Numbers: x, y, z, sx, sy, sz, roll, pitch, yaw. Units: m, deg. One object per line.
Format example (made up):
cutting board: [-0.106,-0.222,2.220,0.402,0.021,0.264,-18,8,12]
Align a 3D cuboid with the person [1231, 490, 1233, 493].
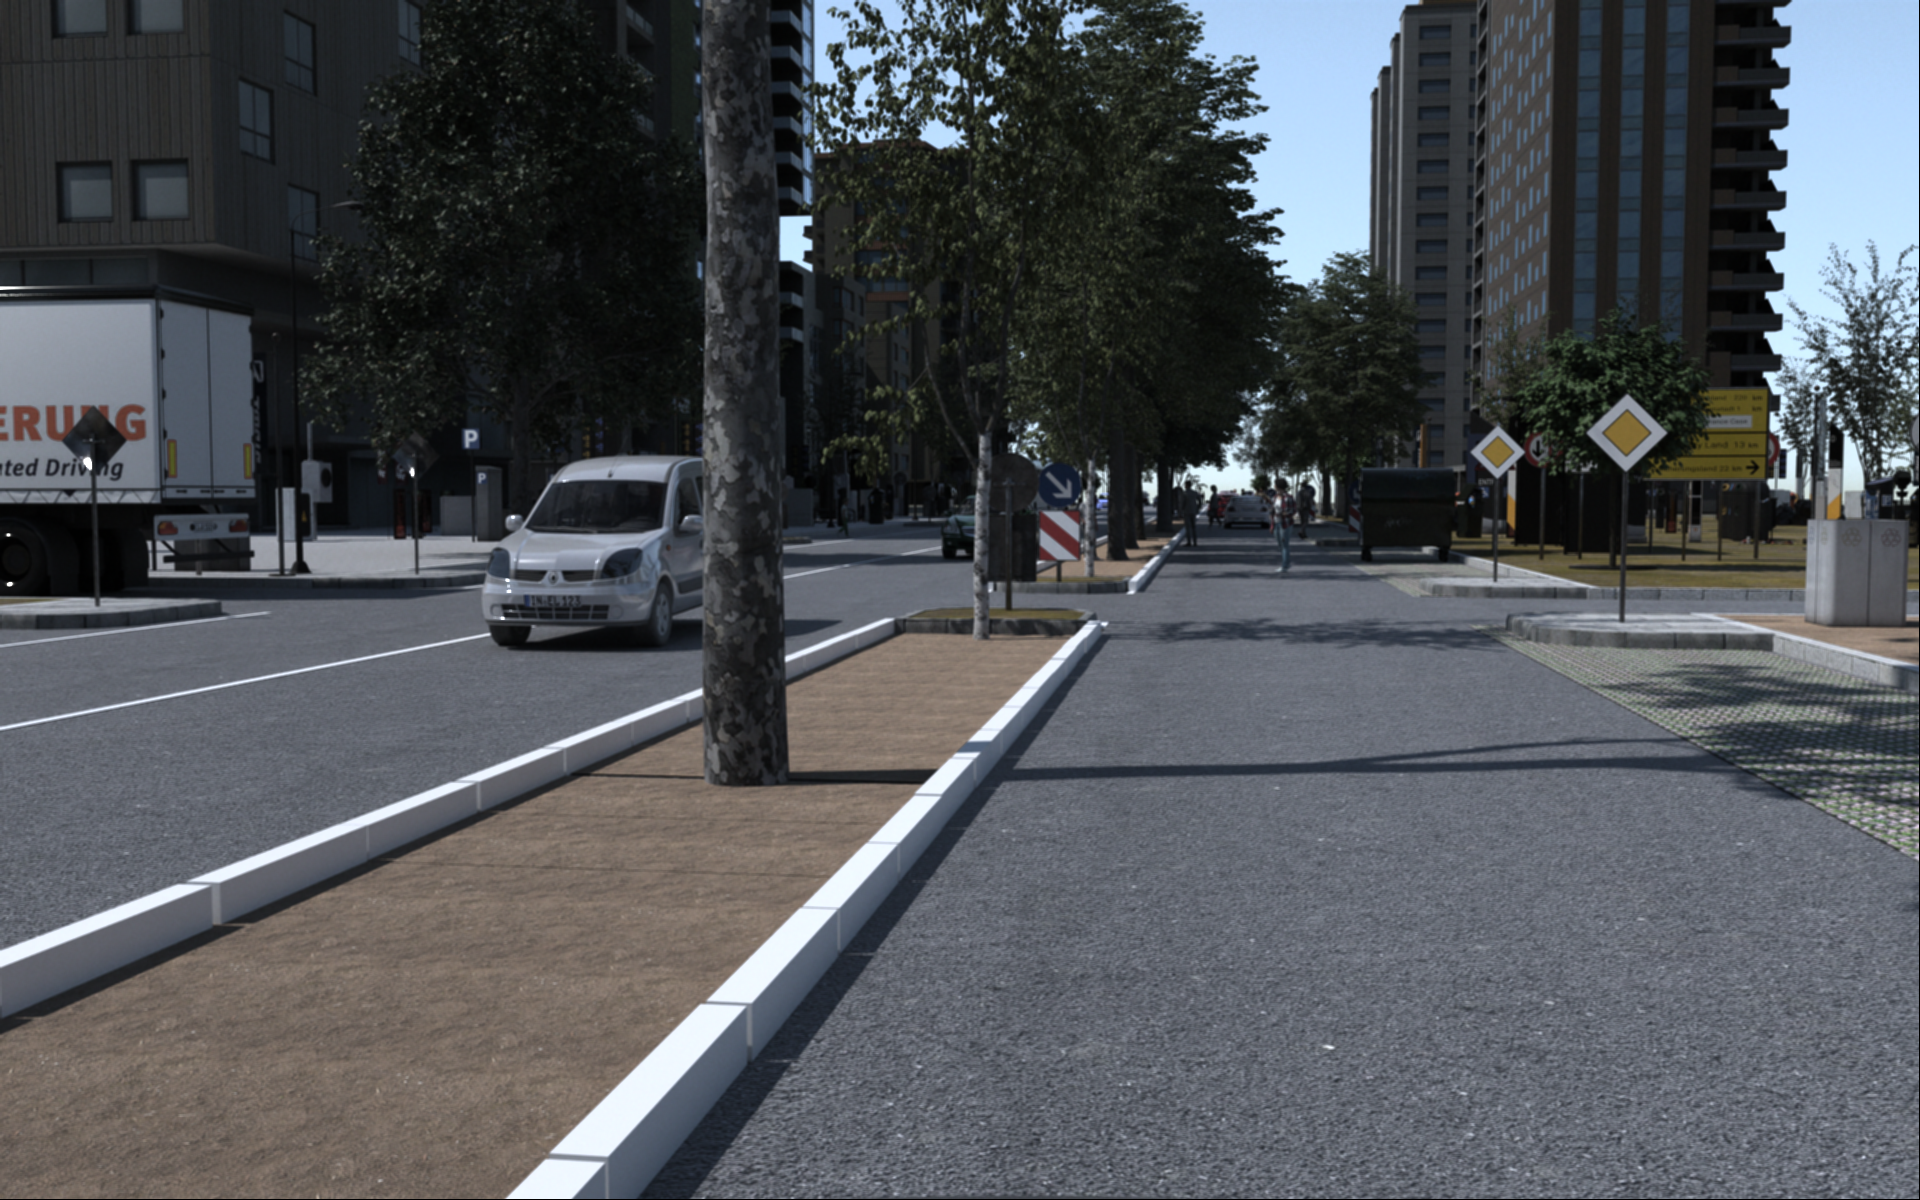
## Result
person: [21.603,-7.872,137.999,1.217,1.735,0.721,2,4,34]

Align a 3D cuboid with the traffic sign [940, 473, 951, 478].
traffic sign: [-0.856,-6.228,101.936,0.768,2.556,0.104,1,4,12]

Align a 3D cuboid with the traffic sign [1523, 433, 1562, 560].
traffic sign: [11.363,-2.059,33.769,0.768,2.556,0.104,1,4,10]

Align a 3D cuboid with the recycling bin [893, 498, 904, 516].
recycling bin: [-3.495,-5.417,101.122,0.722,1.027,0.722,-1,4,-11]

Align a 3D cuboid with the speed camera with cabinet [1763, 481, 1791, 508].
speed camera with cabinet: [35.363,-4.980,75.761,2.038,3.252,0.660,-1,4,-22]

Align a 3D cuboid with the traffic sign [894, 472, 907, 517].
traffic sign: [-3.402,-6.012,98.408,0.768,2.556,0.104,1,4,13]

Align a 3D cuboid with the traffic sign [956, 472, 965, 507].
traffic sign: [-0.064,-6.201,101.498,0.768,2.556,0.104,1,4,14]

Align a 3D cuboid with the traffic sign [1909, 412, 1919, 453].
traffic sign: [14.014,-1.515,24.882,0.768,2.556,0.104,1,4,14]

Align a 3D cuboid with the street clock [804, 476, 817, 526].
street clock: [-5.962,-3.954,69.211,0.471,2.002,0.358,2,4,28]

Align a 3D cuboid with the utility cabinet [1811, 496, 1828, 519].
utility cabinet: [34.114,-3.512,68.575,0.306,1.237,1.020,0,4,-2]

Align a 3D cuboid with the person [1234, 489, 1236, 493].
person: [18.199,-6.455,114.593,0.990,1.755,0.434,2,4,24]

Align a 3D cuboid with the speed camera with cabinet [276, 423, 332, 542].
speed camera with cabinet: [-17.923,-3.242,47.348,0.660,3.252,2.038,0,4,8]

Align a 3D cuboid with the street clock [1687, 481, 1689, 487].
street clock: [28.715,-3.878,67.970,0.471,2.002,0.358,-2,4,-27]

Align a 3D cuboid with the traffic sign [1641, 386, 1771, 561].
traffic sign: [14.203,-2.397,33.068,2.265,3.308,0.079,1,4,13]

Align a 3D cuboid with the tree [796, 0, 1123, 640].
tree: [0.205,-3.922,16.948,4.737,8.622,4.395,0,3,0]

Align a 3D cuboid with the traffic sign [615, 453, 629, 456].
traffic sign: [-10.432,-3.265,53.484,0.768,2.556,0.104,1,4,17]

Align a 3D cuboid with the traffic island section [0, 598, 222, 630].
traffic island section: [-9.869,0.153,19.778,2.009,0.180,2.903,1,4,8]

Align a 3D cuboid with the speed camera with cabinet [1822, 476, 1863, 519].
speed camera with cabinet: [45.991,-5.851,90.003,2.038,3.252,0.660,3,4,37]

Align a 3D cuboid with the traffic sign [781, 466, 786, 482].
traffic sign: [-8.167,-4.747,77.715,0.768,2.556,0.104,1,4,10]

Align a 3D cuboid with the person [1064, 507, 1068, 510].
person: [6.867,-6.140,112.151,1.065,1.426,0.557,-2,4,-30]

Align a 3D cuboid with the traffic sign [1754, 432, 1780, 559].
traffic sign: [15.805,-2.092,34.313,0.768,2.556,0.104,1,4,12]

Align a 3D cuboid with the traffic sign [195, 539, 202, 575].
traffic sign: [-12.039,-1.664,27.318,0.768,2.556,0.104,1,4,10]

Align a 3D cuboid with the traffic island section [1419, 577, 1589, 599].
traffic island section: [7.814,-0.180,25.228,2.009,0.180,2.903,1,4,8]

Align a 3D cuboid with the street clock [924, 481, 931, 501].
street clock: [-1.820,-5.782,99.104,0.471,2.002,0.358,-1,4,-13]

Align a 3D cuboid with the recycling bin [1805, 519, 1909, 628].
recycling bin: [8.778,-0.270,16.971,0.722,1.027,0.722,1,4,8]

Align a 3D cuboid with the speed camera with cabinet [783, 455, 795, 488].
speed camera with cabinet: [-8.554,-5.647,86.658,0.660,3.252,2.038,-1,4,-8]

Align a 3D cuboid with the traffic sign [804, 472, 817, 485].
traffic sign: [-6.807,-4.700,78.979,0.606,2.300,0.079,1,4,9]

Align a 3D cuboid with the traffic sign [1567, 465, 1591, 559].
traffic sign: [12.182,-1.947,33.970,0.606,2.300,0.079,1,4,13]

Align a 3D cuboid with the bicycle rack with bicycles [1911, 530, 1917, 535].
bicycle rack with bicycles: [30.990,-2.435,53.193,2.852,0.926,2.925,0,4,-7]

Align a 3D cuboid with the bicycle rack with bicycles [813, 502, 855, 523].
bicycle rack with bicycles: [-5.880,-3.870,76.661,2.925,0.926,2.852,-1,4,-14]

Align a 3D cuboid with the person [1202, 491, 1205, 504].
person: [35.503,-14.936,252.795,0.705,1.812,1.348,0,4,-3]

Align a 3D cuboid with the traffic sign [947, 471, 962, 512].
traffic sign: [-0.315,-6.053,98.968,0.884,2.594,0.081,1,4,11]

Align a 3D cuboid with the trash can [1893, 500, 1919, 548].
trash can: [22.700,-1.825,41.496,0.748,1.137,0.748,0,3,0]

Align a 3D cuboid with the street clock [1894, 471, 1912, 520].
street clock: [29.335,-3.020,53.947,0.471,2.002,0.358,0,4,-7]

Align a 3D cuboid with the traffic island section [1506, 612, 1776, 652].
traffic island section: [6.641,0.303,17.329,2.009,0.180,2.903,1,4,8]

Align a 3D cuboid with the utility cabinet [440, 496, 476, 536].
utility cabinet: [-15.379,-2.563,53.069,1.020,1.237,0.306,-2,4,-35]

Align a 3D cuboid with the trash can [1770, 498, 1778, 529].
trash can: [29.802,-3.198,63.938,0.748,1.137,0.748,0,3,0]

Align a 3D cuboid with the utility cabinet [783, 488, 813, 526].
utility cabinet: [-6.401,-3.653,68.412,1.173,1.500,0.318,1,4,13]

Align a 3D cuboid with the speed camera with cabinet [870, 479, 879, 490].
speed camera with cabinet: [-5.753,-6.617,102.528,2.038,3.252,0.660,2,4,35]

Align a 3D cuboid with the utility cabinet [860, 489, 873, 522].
utility cabinet: [-4.711,-4.810,87.324,0.318,1.500,1.173,1,4,15]

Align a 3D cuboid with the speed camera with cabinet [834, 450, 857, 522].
speed camera with cabinet: [-5.229,-5.187,79.147,0.660,3.252,2.038,1,4,12]

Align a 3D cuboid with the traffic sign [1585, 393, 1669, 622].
traffic sign: [6.616,-0.833,17.256,0.795,2.450,0.064,1,4,8]

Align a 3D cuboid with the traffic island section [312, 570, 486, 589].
traffic island section: [-8.696,-0.330,27.677,2.009,0.180,2.903,1,4,8]

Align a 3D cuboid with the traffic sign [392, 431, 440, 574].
traffic sign: [-8.671,-1.466,27.612,0.795,2.450,0.064,1,4,8]

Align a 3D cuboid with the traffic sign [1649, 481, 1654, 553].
traffic sign: [15.017,-2.299,37.588,0.884,2.594,0.081,1,4,18]

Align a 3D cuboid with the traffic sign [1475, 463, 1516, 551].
traffic sign: [11.984,-2.374,38.825,0.884,2.594,0.081,1,4,15]

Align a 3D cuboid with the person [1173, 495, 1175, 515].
person: [14.248,-6.598,116.470,1.348,1.812,0.705,0,4,4]

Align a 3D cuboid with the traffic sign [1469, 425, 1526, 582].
traffic sign: [7.790,-1.316,25.154,0.795,2.450,0.064,1,4,8]

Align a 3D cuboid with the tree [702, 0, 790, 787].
tree: [0.011,-9.092,6.993,12.611,20.169,13.585,0,3,0]

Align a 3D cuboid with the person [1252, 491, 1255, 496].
person: [36.347,-12.623,214.752,0.709,1.838,0.599,2,4,24]

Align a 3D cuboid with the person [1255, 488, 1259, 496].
person: [19.720,-6.487,114.653,0.705,1.812,1.348,0,4,2]

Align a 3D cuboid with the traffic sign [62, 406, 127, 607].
traffic sign: [-9.845,-0.983,19.713,0.795,2.450,0.064,1,4,8]

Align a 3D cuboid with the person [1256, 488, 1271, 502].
person: [17.872,-5.763,102.742,1.348,1.823,0.705,2,4,35]
